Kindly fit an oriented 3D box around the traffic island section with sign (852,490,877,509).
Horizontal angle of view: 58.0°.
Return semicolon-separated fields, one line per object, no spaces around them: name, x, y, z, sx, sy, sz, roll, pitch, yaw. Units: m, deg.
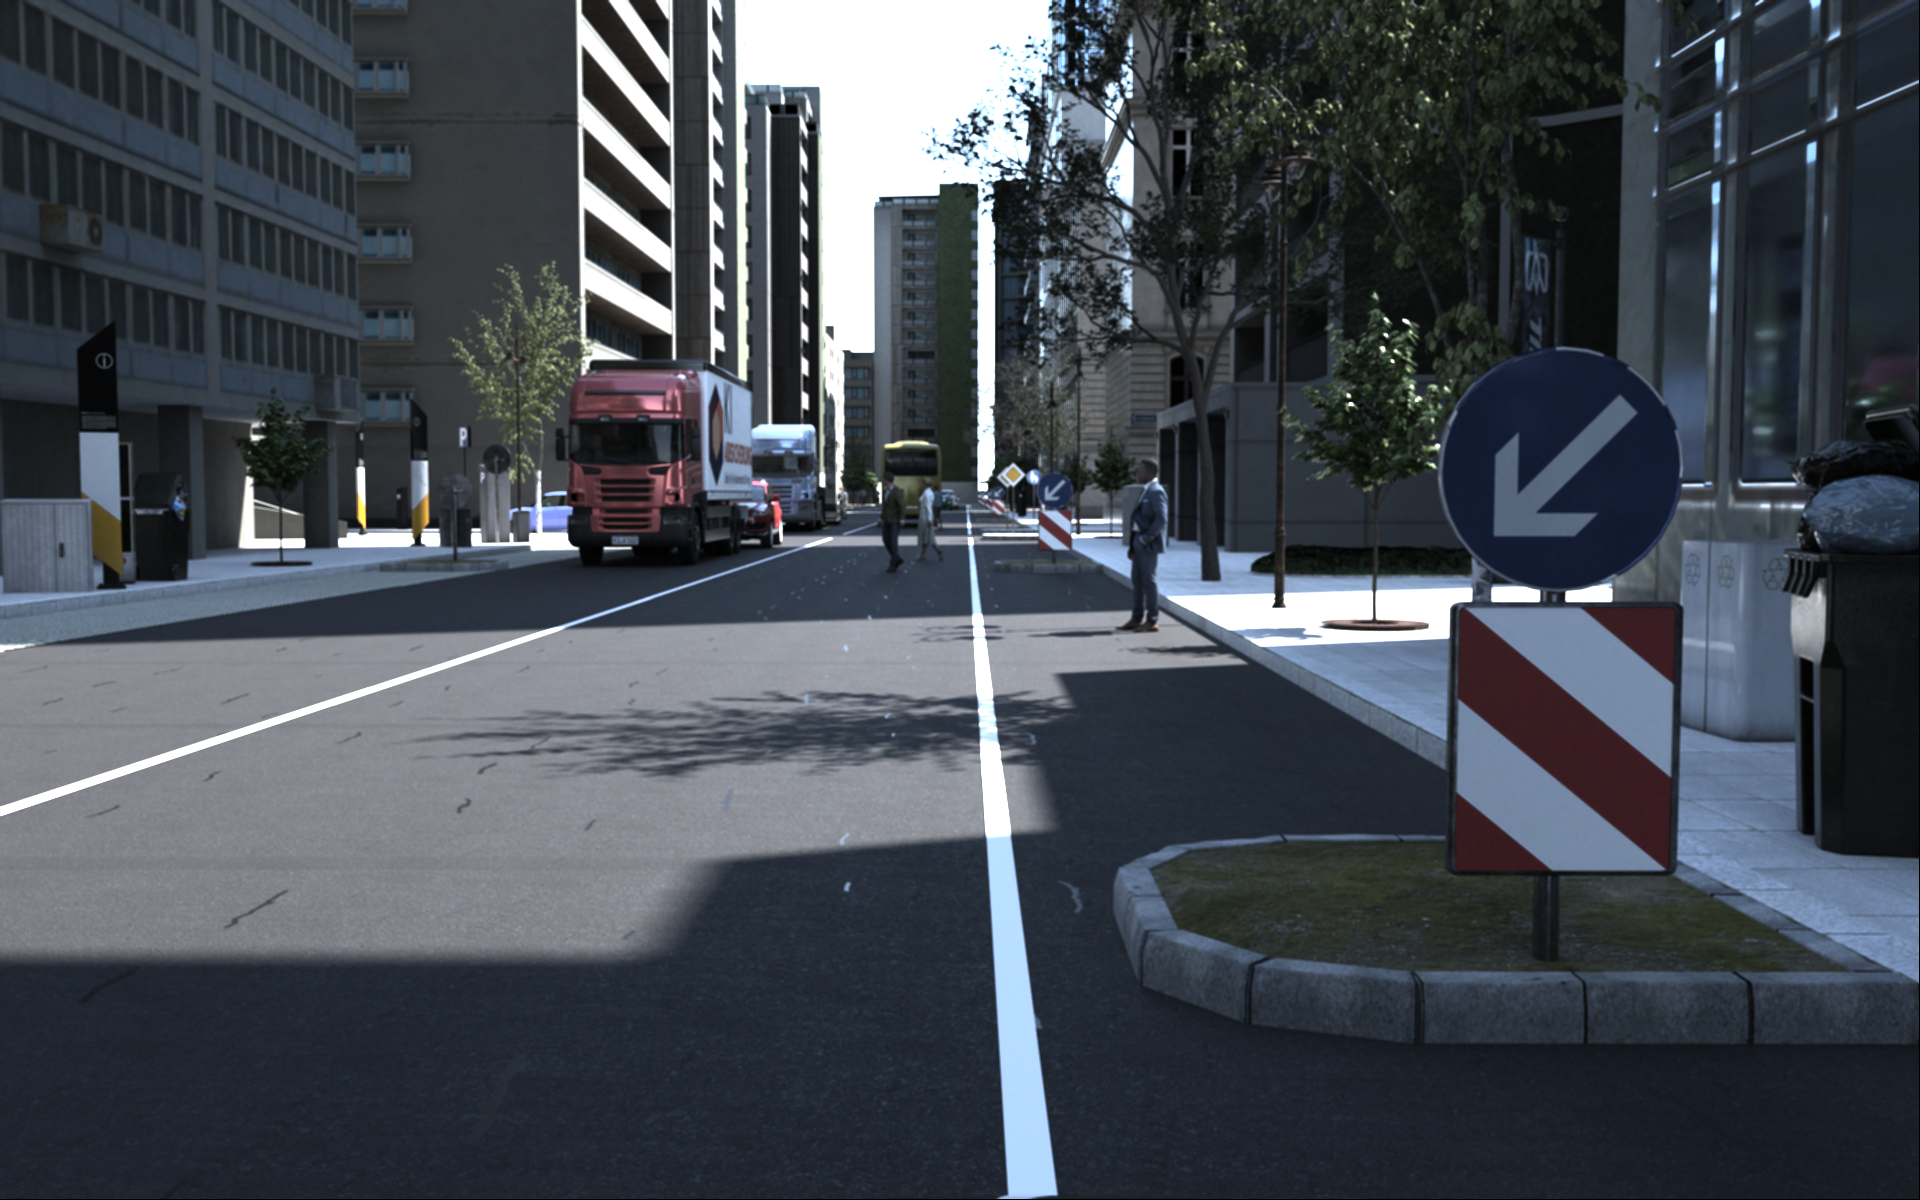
traffic island section with sign;-9.185;-9.529;164.434;1.989;1.847;2.006;0;4;0

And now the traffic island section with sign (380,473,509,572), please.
traffic island section with sign;-9.639;-1.471;32.672;1.989;1.847;2.006;0;4;0

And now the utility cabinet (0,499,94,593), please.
utility cabinet;-11.903;-0.699;22.597;1.020;1.237;0.306;-1;4;-16

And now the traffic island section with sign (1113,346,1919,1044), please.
traffic island section with sign;1.518;0.194;5.456;1.989;1.847;2.006;0;4;0

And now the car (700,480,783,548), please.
car;-6.017;-2.372;47.450;2.281;1.827;5.304;0;4;-2

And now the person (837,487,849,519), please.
person;-6.810;-5.578;99.483;0.659;1.850;0.755;2;4;29

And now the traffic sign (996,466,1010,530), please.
traffic sign;1.702;-3.596;62.432;0.795;2.450;0.064;0;4;0

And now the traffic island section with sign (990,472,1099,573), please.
traffic island section with sign;1.627;-1.455;32.411;1.989;1.847;2.006;0;4;0

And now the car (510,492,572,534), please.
car;-13.760;-3.026;59.060;3.694;1.707;1.945;0;3;0

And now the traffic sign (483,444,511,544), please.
traffic sign;-11.831;-2.699;44.241;0.768;2.556;0.104;1;4;10

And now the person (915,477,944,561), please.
person;-0.644;-1.727;36.958;0.641;1.798;0.478;1;4;23

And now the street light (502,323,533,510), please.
street light;-11.938;-4.529;46.841;0.468;5.910;1.993;0;4;0

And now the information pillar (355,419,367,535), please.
information pillar;-18.633;-3.821;53.820;0.183;3.616;0.504;0;4;0

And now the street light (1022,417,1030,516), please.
street light;3.920;-7.997;103.546;0.468;5.910;1.993;0;4;0

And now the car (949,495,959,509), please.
car;-1.072;-9.450;166.874;2.083;1.381;4.827;0;4;-1

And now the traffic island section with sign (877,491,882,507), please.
traffic island section with sign;-9.084;-11.178;191.389;1.989;1.847;2.006;0;4;0

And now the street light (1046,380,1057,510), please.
street light;3.727;-5.975;70.474;0.468;5.910;1.993;0;4;0

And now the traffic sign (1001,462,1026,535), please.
traffic sign;1.674;-3.107;54.447;0.795;2.450;0.064;0;4;0

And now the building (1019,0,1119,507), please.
building;17.182;-52.034;163.428;22.319;86.520;31.000;0;4;0

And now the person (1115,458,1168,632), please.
person;1.943;-0.573;18.044;0.419;1.800;0.721;-1;4;-17

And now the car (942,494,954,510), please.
car;-1.579;-8.706;154.145;2.131;1.459;4.920;0;4;-1

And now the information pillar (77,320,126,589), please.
information pillar;-11.557;-1.954;23.295;0.504;3.616;0.183;-2;4;-32

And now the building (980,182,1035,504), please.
building;17.083;-35.381;233.101;28.867;44.769;22.147;0;4;0

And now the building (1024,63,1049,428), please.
building;18.681;-35.239;195.773;23.786;49.044;30.456;0;4;0

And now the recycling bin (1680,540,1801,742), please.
recycling bin;4.363;0.199;9.294;0.722;1.027;0.722;0;4;-3

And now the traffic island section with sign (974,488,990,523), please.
traffic island section with sign;1.817;-4.837;87.719;1.989;1.847;2.006;0;4;0

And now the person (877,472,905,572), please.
person;-1.272;-1.449;32.099;0.656;1.842;0.836;1;4;19

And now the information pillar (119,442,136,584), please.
information pillar;-11.940;-1.235;24.680;0.304;2.012;0.304;-1;4;-21

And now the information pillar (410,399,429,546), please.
information pillar;-13.361;-3.145;42.784;0.183;3.616;0.504;2;4;30

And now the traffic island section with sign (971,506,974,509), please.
traffic island section with sign;1.910;-6.540;115.557;1.989;1.847;2.006;0;4;0

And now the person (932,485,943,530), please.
person;-0.897;-3.680;69.016;0.601;1.785;0.444;-2;4;-34

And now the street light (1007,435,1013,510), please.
street light;3.988;-10.020;136.617;0.468;5.910;1.993;0;4;0

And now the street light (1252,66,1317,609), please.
street light;3.589;-2.844;19.295;0.468;5.910;1.993;0;4;0

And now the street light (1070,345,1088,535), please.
street light;3.696;-4.959;53.875;0.468;5.910;1.993;0;4;0

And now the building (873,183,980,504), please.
building;-4.407;-33.418;229.976;14.086;41.232;14.154;0;4;0

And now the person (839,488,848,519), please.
person;-6.643;-5.464;98.044;0.583;1.804;0.606;-2;4;-33

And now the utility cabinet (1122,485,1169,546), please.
utility cabinet;4.525;-2.059;42.342;1.173;1.500;0.318;3;5;40

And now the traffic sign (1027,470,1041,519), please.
traffic sign;3.851;-5.499;90.013;0.768;2.556;0.104;0;4;3

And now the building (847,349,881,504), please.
building;-25.881;-23.911;235.979;28.899;21.520;27.650;0;4;0

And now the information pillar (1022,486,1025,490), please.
information pillar;4.828;-8.612;132.159;0.183;3.616;0.504;1;4;16

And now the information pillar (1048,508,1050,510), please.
information pillar;4.108;-4.406;76.534;0.304;2.012;0.304;2;4;30
